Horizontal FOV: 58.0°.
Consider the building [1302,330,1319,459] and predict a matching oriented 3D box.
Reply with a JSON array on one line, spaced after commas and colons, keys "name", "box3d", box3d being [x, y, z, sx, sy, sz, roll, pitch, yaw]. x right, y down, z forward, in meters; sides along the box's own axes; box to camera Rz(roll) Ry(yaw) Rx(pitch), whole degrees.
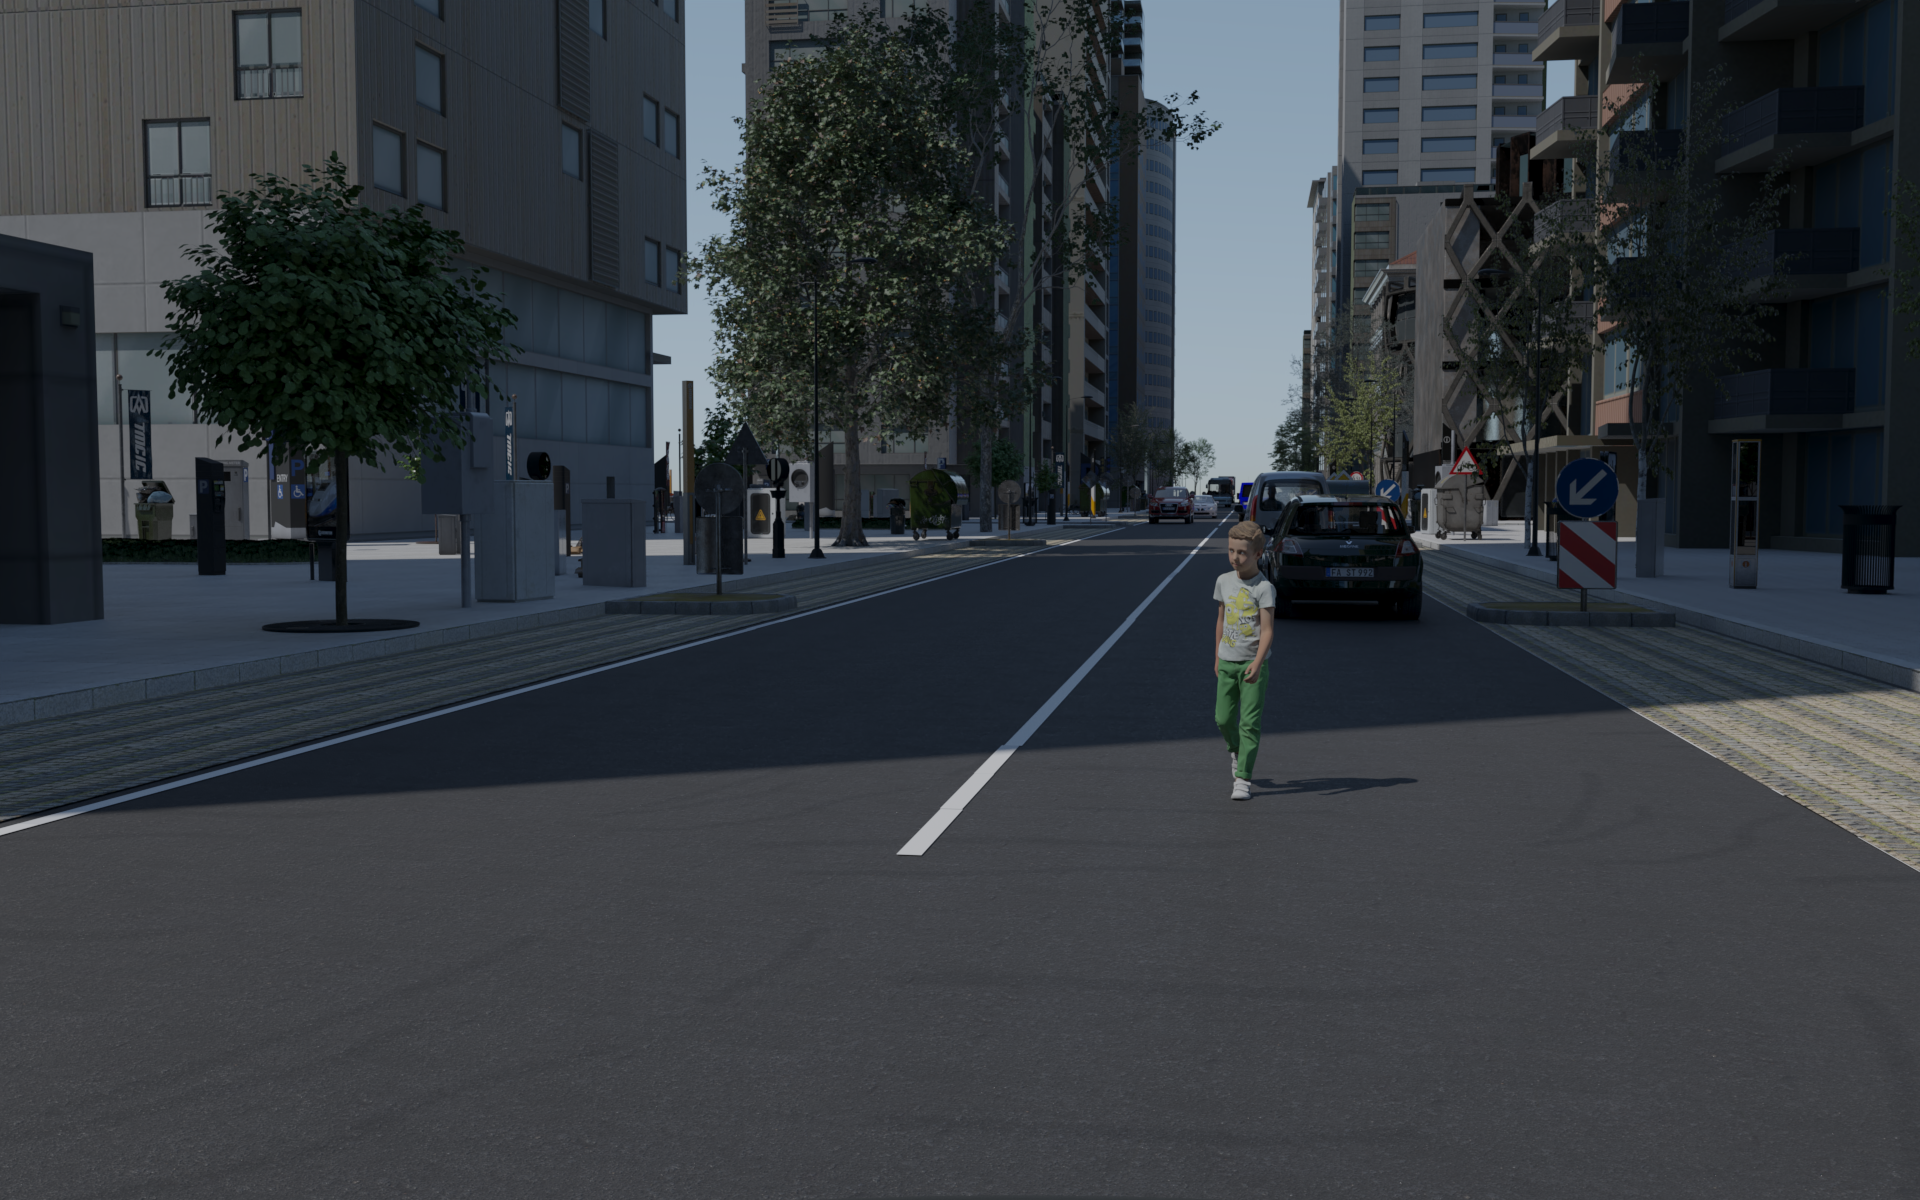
[{"name": "building", "box3d": [66.543, -32.390, 301.283, 14.160, 30.474, 14.107, 1, 4, 9]}]

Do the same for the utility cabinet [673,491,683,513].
[{"name": "utility cabinet", "box3d": [-18.007, -6.238, 110.674, 0.318, 1.500, 1.173, 0, 4, 6]}]

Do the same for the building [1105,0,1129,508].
[{"name": "building", "box3d": [6.013, -44.496, 165.768, 20.563, 71.187, 20.611, 1, 4, 9]}]

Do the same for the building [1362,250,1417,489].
[{"name": "building", "box3d": [38.912, -18.552, 139.475, 11.583, 22.565, 21.152, 1, 4, 9]}]

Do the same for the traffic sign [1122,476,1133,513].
[{"name": "traffic sign", "box3d": [11.613, -7.324, 119.855, 0.768, 2.556, 0.104, 1, 4, 12]}]

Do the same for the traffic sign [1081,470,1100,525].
[{"name": "traffic sign", "box3d": [5.479, -4.214, 72.548, 0.795, 2.450, 0.064, 1, 4, 9]}]

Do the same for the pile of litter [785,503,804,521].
[{"name": "pile of litter", "box3d": [-7.904, -4.233, 83.175, 1.176, 0.858, 1.719, 1, 4, 18]}]

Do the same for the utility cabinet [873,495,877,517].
[{"name": "utility cabinet", "box3d": [-3.747, -4.321, 81.807, 0.306, 1.237, 1.020, -2, 4, -28]}]

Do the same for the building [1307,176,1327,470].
[{"name": "building", "box3d": [70.637, -42.180, 278.874, 28.713, 52.752, 27.495, 1, 4, 9]}]

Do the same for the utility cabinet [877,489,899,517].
[{"name": "utility cabinet", "box3d": [-2.955, -3.838, 71.432, 0.318, 1.500, 1.173, 2, 4, 32]}]

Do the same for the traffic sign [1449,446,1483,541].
[{"name": "traffic sign", "box3d": [13.729, -2.877, 47.035, 0.884, 2.594, 0.081, 1, 4, 18]}]

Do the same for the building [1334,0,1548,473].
[{"name": "building", "box3d": [50.671, -39.253, 183.790, 21.231, 58.520, 28.212, 1, 4, 9]}]

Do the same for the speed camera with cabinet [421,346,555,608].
[{"name": "speed camera with cabinet", "box3d": [-5.527, -1.591, 20.350, 0.660, 3.252, 2.038, 1, 4, 16]}]

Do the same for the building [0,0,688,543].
[{"name": "building", "box3d": [-26.144, -28.733, 59.019, 27.495, 52.752, 28.713, 1, 4, 9]}]

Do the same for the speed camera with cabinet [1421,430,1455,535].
[{"name": "speed camera with cabinet", "box3d": [15.106, -3.683, 54.548, 0.660, 3.252, 2.038, 0, 4, -2]}]

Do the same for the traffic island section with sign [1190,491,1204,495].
[{"name": "traffic island section with sign", "box3d": [27.682, -12.058, 205.780, 1.989, 1.847, 2.006, 1, 4, 9]}]

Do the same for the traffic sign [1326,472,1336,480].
[{"name": "traffic sign", "box3d": [16.994, -4.591, 78.708, 0.795, 2.450, 0.064, 1, 4, 9]}]

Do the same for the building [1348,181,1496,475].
[{"name": "building", "box3d": [44.034, -24.006, 164.194, 14.160, 30.474, 14.107, 1, 4, 9]}]

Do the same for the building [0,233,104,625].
[{"name": "building", "box3d": [-19.588, -35.141, 12.810, 20.563, 71.187, 20.611, 1, 4, 9]}]

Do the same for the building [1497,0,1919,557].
[{"name": "building", "box3d": [27.788, -23.940, 46.043, 22.147, 44.769, 28.867, 1, 4, 9]}]

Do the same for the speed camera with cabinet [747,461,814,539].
[{"name": "speed camera with cabinet", "box3d": [-5.101, -3.385, 49.686, 2.038, 3.252, 0.660, 1, 4, 22]}]

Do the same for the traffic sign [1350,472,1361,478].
[{"name": "traffic sign", "box3d": [22.499, -6.009, 98.358, 0.768, 2.556, 0.104, 1, 4, 17]}]

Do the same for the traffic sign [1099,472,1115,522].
[{"name": "traffic sign", "box3d": [6.794, -4.696, 80.424, 0.795, 2.450, 0.064, 1, 4, 9]}]

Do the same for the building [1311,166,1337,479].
[{"name": "building", "box3d": [62.774, -38.616, 250.975, 23.786, 49.044, 30.456, 1, 4, 9]}]

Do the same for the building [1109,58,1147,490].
[{"name": "building", "box3d": [12.275, -32.600, 183.128, 14.600, 45.320, 14.200, 1, 4, 9]}]

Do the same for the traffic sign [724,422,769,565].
[{"name": "traffic sign", "box3d": [-3.883, -1.918, 31.355, 0.884, 2.594, 0.081, 1, 4, 16]}]

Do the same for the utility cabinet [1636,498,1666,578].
[{"name": "utility cabinet", "box3d": [10.765, -0.969, 27.009, 0.306, 1.237, 1.020, 2, 4, 29]}]

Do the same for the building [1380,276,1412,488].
[{"name": "building", "box3d": [37.898, -15.480, 120.553, 16.820, 18.784, 16.811, 1, 4, 9]}]

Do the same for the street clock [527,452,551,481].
[{"name": "street clock", "box3d": [-7.223, -1.540, 29.755, 0.358, 2.002, 0.471, 1, 4, 13]}]

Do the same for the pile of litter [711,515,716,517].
[{"name": "pile of litter", "box3d": [-12.188, -4.638, 89.796, 1.719, 0.858, 1.176, 2, 4, 24]}]

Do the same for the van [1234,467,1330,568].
[{"name": "van", "box3d": [6.329, -1.622, 33.530, 2.013, 2.044, 4.112, 0, 4, 8]}]

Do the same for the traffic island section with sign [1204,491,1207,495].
[{"name": "traffic island section with sign", "box3d": [41.175, -17.003, 286.625, 1.989, 1.847, 2.006, 1, 4, 9]}]

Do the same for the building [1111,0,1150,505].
[{"name": "building", "box3d": [11.783, -54.566, 204.821, 22.319, 86.520, 31.000, 1, 4, 9]}]

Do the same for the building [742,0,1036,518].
[{"name": "building", "box3d": [-3.548, -25.327, 97.691, 14.154, 41.232, 14.086, 1, 4, 9]}]

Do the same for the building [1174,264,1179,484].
[{"name": "building", "box3d": [23.990, -40.711, 285.224, 23.786, 49.044, 30.456, 1, 4, 9]}]

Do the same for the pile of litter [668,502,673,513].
[{"name": "pile of litter", "box3d": [-19.100, -6.144, 114.415, 1.176, 0.858, 1.719, -3, 4, -38]}]

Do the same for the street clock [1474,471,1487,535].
[{"name": "street clock", "box3d": [15.983, -2.987, 53.407, 0.471, 2.002, 0.358, 2, 4, 26]}]

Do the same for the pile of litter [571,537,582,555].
[{"name": "pile of litter", "box3d": [-7.902, -1.400, 36.850, 1.176, 0.858, 1.719, -3, 4, -38]}]

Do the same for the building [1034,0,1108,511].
[{"name": "building", "box3d": [0.793, -31.900, 145.266, 21.300, 48.544, 21.600, 1, 4, 9]}]

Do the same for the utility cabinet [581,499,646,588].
[{"name": "utility cabinet", "box3d": [-4.816, -0.793, 24.121, 1.020, 1.237, 0.306, 3, 4, 36]}]

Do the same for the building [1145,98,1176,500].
[{"name": "building", "box3d": [20.564, -43.628, 255.312, 21.231, 58.520, 28.212, 1, 4, 9]}]

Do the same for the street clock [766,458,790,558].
[{"name": "street clock", "box3d": [-3.636, -1.841, 34.665, 0.358, 2.002, 0.471, -3, 5, -44]}]

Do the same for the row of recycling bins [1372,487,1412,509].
[{"name": "row of recycling bins", "box3d": [24.611, -5.709, 100.459, 3.534, 1.692, 1.069, -1, 4, -13]}]

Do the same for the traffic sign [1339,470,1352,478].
[{"name": "traffic sign", "box3d": [15.680, -4.109, 70.831, 0.795, 2.450, 0.064, 1, 4, 9]}]

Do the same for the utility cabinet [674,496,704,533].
[{"name": "utility cabinet", "box3d": [-8.986, -2.831, 57.446, 0.306, 1.237, 1.020, 3, 5, 44]}]

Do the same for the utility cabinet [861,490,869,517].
[{"name": "utility cabinet", "box3d": [-5.078, -4.698, 85.486, 1.173, 1.500, 0.318, -2, 4, -32]}]

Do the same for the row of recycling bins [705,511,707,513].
[{"name": "row of recycling bins", "box3d": [-15.310, -6.313, 110.333, 3.534, 1.692, 1.069, -3, 5, -42]}]

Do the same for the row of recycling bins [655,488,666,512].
[{"name": "row of recycling bins", "box3d": [-20.053, -6.266, 109.564, 1.069, 1.692, 3.534, 3, 5, 41]}]

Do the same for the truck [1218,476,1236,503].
[{"name": "truck", "box3d": [42.085, -17.401, 273.411, 2.839, 4.237, 11.283, 1, 4, 11]}]

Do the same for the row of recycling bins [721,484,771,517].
[{"name": "row of recycling bins", "box3d": [-8.675, -3.898, 70.844, 1.069, 1.692, 3.534, 1, 4, 21]}]

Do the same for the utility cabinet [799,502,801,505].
[{"name": "utility cabinet", "box3d": [-8.046, -4.927, 91.714, 1.020, 1.237, 0.306, 2, 4, 30]}]

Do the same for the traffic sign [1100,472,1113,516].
[{"name": "traffic sign", "box3d": [8.558, -6.204, 101.535, 0.768, 2.556, 0.104, 1, 4, 12]}]

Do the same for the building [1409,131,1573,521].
[{"name": "building", "box3d": [32.267, -13.431, 87.050, 16.811, 18.784, 16.820, 1, 4, 9]}]

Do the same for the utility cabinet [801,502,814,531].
[{"name": "utility cabinet", "box3d": [-5.150, -2.998, 60.180, 0.306, 1.237, 1.020, -1, 4, -19]}]

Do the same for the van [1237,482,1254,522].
[{"name": "van", "box3d": [15.674, -5.316, 91.298, 2.240, 2.365, 5.245, 1, 4, 10]}]

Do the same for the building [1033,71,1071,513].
[{"name": "building", "box3d": [-0.065, -21.290, 119.799, 14.160, 30.474, 14.107, 1, 4, 9]}]
